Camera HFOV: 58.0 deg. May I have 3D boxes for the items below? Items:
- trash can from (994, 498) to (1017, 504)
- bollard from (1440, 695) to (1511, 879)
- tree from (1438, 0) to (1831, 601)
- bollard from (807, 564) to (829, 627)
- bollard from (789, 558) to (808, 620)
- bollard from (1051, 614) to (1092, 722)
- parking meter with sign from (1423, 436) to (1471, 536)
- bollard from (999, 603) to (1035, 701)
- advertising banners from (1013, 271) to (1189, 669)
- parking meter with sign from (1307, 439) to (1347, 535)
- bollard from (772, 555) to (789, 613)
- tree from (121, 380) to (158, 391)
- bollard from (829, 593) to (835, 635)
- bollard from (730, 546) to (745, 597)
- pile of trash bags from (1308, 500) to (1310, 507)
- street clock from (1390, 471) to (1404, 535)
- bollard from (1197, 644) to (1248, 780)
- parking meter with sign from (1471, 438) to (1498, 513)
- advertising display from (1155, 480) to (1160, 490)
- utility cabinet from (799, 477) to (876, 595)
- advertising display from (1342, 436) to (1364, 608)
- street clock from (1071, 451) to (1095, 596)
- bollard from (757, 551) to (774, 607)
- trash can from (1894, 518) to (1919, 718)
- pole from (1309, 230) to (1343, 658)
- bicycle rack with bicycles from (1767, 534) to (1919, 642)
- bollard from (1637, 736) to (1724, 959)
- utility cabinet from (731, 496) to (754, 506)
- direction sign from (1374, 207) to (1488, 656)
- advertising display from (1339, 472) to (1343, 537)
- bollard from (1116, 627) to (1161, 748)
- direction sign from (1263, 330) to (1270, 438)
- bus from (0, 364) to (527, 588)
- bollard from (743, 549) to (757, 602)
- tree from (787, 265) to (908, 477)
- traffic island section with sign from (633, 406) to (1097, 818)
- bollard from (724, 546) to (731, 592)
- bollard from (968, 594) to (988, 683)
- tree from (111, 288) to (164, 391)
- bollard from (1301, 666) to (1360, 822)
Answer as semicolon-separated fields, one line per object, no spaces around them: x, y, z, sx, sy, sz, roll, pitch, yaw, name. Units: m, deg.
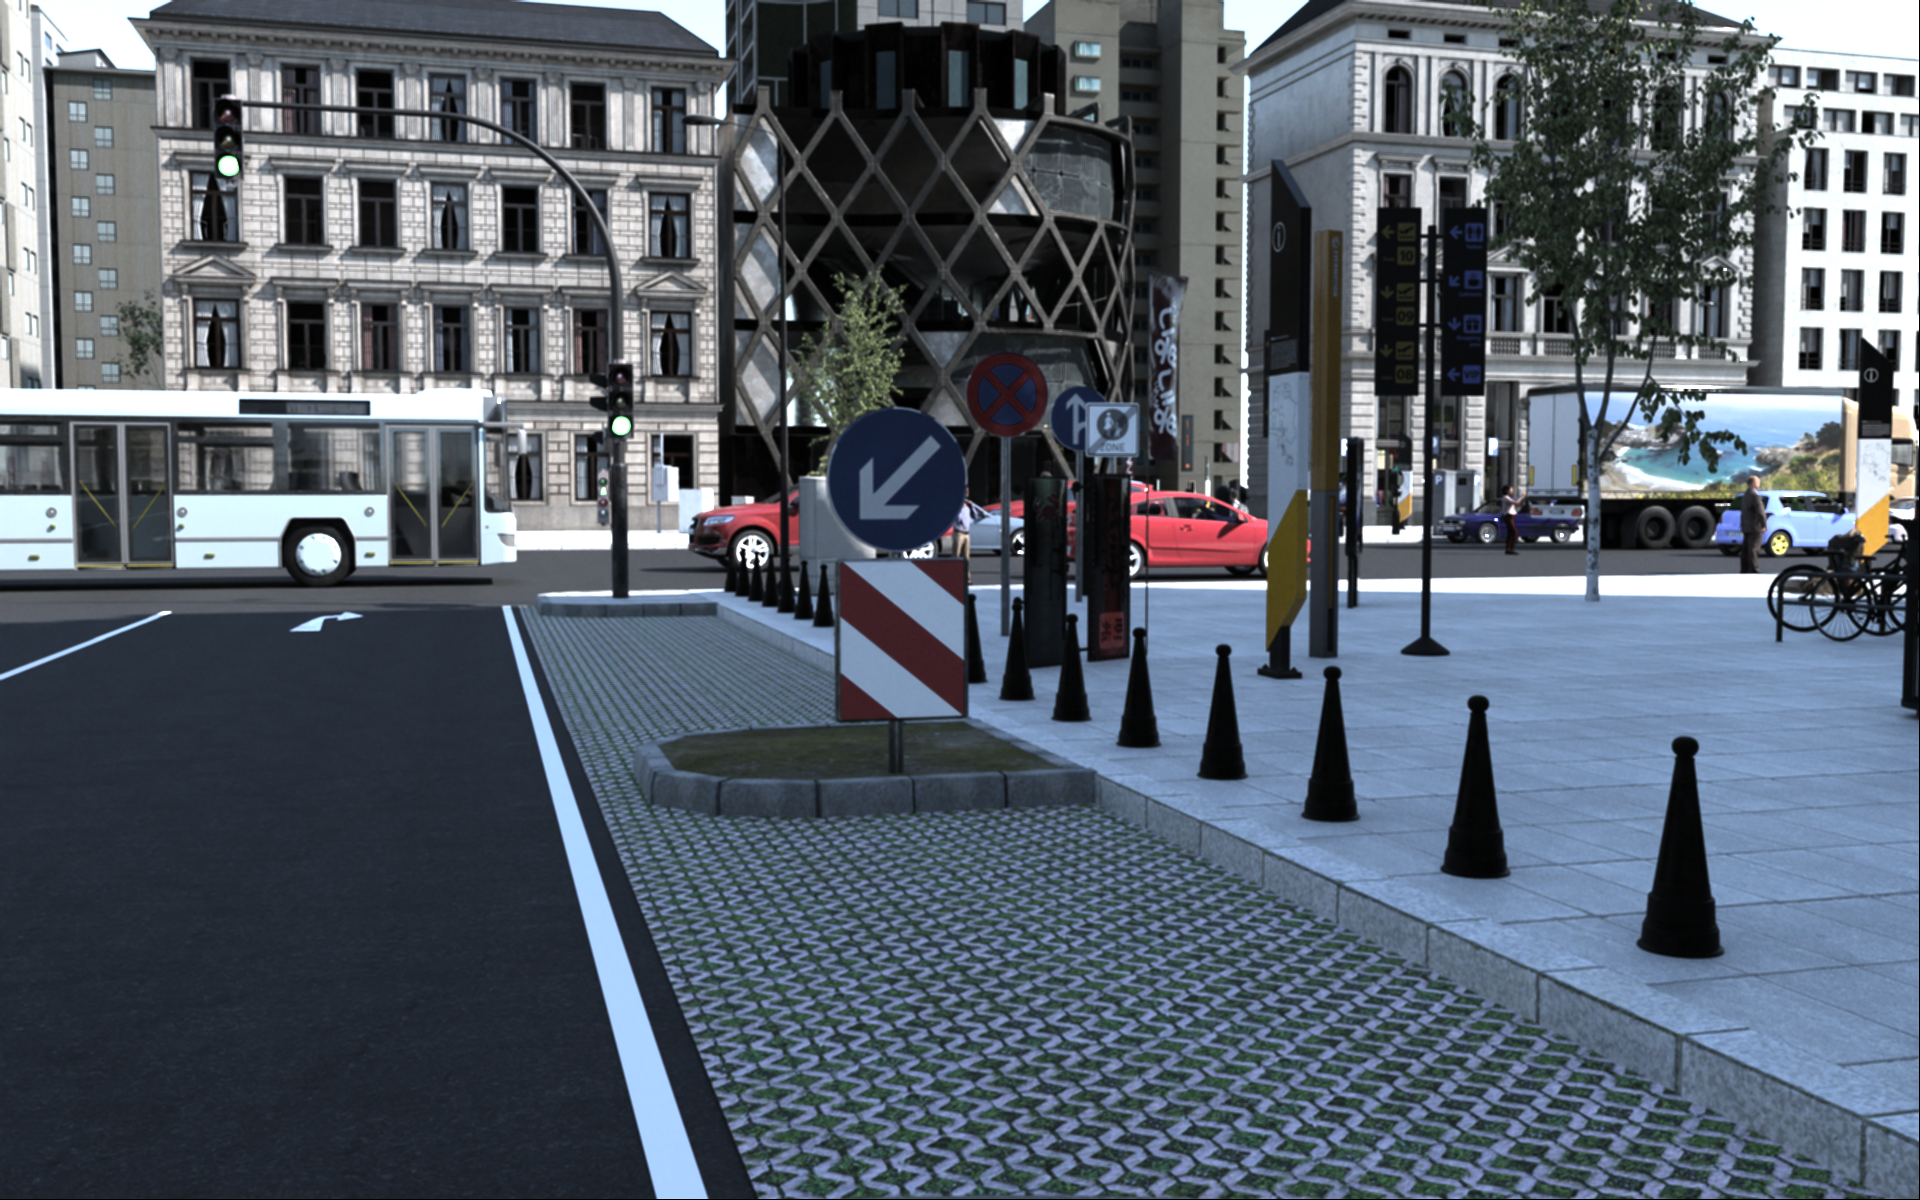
1.476;-2.724;56.197;0.748;1.137;0.748;0;3;0;trash can
1.751;0.622;5.868;0.229;0.601;0.229;0;3;0;bollard
7.576;-4.278;20.304;4.737;8.622;4.395;0;3;0;tree
-1.319;-0.046;16.787;0.229;0.601;0.229;0;3;0;bollard
-1.598;-0.107;17.785;0.229;0.601;0.229;0;3;0;bollard
0.635;0.379;9.849;0.229;0.601;0.229;0;3;0;bollard
14.742;-3.447;52.617;1.738;3.016;0.543;-3;5;-45;parking meter with sign
0.358;0.318;10.838;0.229;0.601;0.229;0;3;0;bollard
1.130;-1.047;13.299;0.090;3.025;2.074;3;5;43;advertising banners
11.549;-3.606;55.212;0.543;3.016;1.738;-3;5;-43;parking meter with sign
-1.874;-0.167;18.774;0.229;0.601;0.229;0;3;0;bollard
-53.370;-9.950;113.038;4.360;8.622;3.978;0;3;0;tree
-1.039;0.015;15.795;0.229;0.601;0.229;0;3;0;bollard
-2.719;-0.350;21.759;0.229;0.601;0.229;0;3;0;bollard
21.790;-5.744;103.667;1.912;1.369;3.447;3;4;37;pile of trash bags
13.764;-3.063;54.642;0.358;2.002;0.471;3;5;44;street clock
1.194;0.501;7.858;0.229;0.601;0.229;0;3;0;bollard
15.950;-3.556;54.404;0.543;3.016;1.738;-3;5;-41;parking meter with sign
8.919;-4.476;78.393;0.123;1.923;0.974;1;4;13;advertising display
-1.556;-0.830;22.252;0.318;1.500;1.173;3;4;37;utility cabinet
4.514;-0.893;19.819;0.123;1.923;0.974;1;4;17;advertising display
1.575;-1.059;21.885;0.358;2.002;0.471;0;4;7;street clock
-2.155;-0.228;19.766;0.229;0.601;0.229;0;3;0;bollard
5.712;0.111;9.842;0.748;1.137;0.748;0;3;0;trash can
2.860;-1.204;13.533;0.158;3.312;0.155;0;3;0;pole
8.373;-0.102;15.046;2.852;0.926;2.925;-2;4;-34;bicycle rack with bicycles
2.035;0.683;4.875;0.229;0.601;0.229;0;3;0;bollard
-6.440;-2.462;51.409;0.306;1.237;1.020;-2;4;-31;utility cabinet
3.734;-1.333;13.795;0.876;3.537;0.379;0;4;-2;direction sign
11.255;-2.836;51.580;0.974;1.923;0.123;2;4;33;advertising display
0.915;0.440;8.846;0.229;0.601;0.229;0;3;0;bollard
4.404;-1.936;23.649;0.379;3.537;0.876;-2;4;-25;direction sign
-12.827;-1.951;26.758;13.247;3.499;2.948;-1;4;-16;bus
-2.436;-0.289;20.763;0.229;0.601;0.229;0;3;0;bollard
-3.459;-6.456;55.918;4.737;8.622;4.395;0;3;0;tree
-0.586;0.002;8.601;1.989;1.847;2.006;-1;4;-16;traffic island section with sign
-2.994;-0.411;22.755;0.229;0.601;0.229;0;3;0;bollard
0.075;0.258;11.825;0.229;0.601;0.229;0;3;0;bollard
-61.788;-17.356;139.652;12.611;20.169;13.585;0;3;0;tree
1.473;0.561;6.864;0.229;0.601;0.229;0;3;0;bollard
